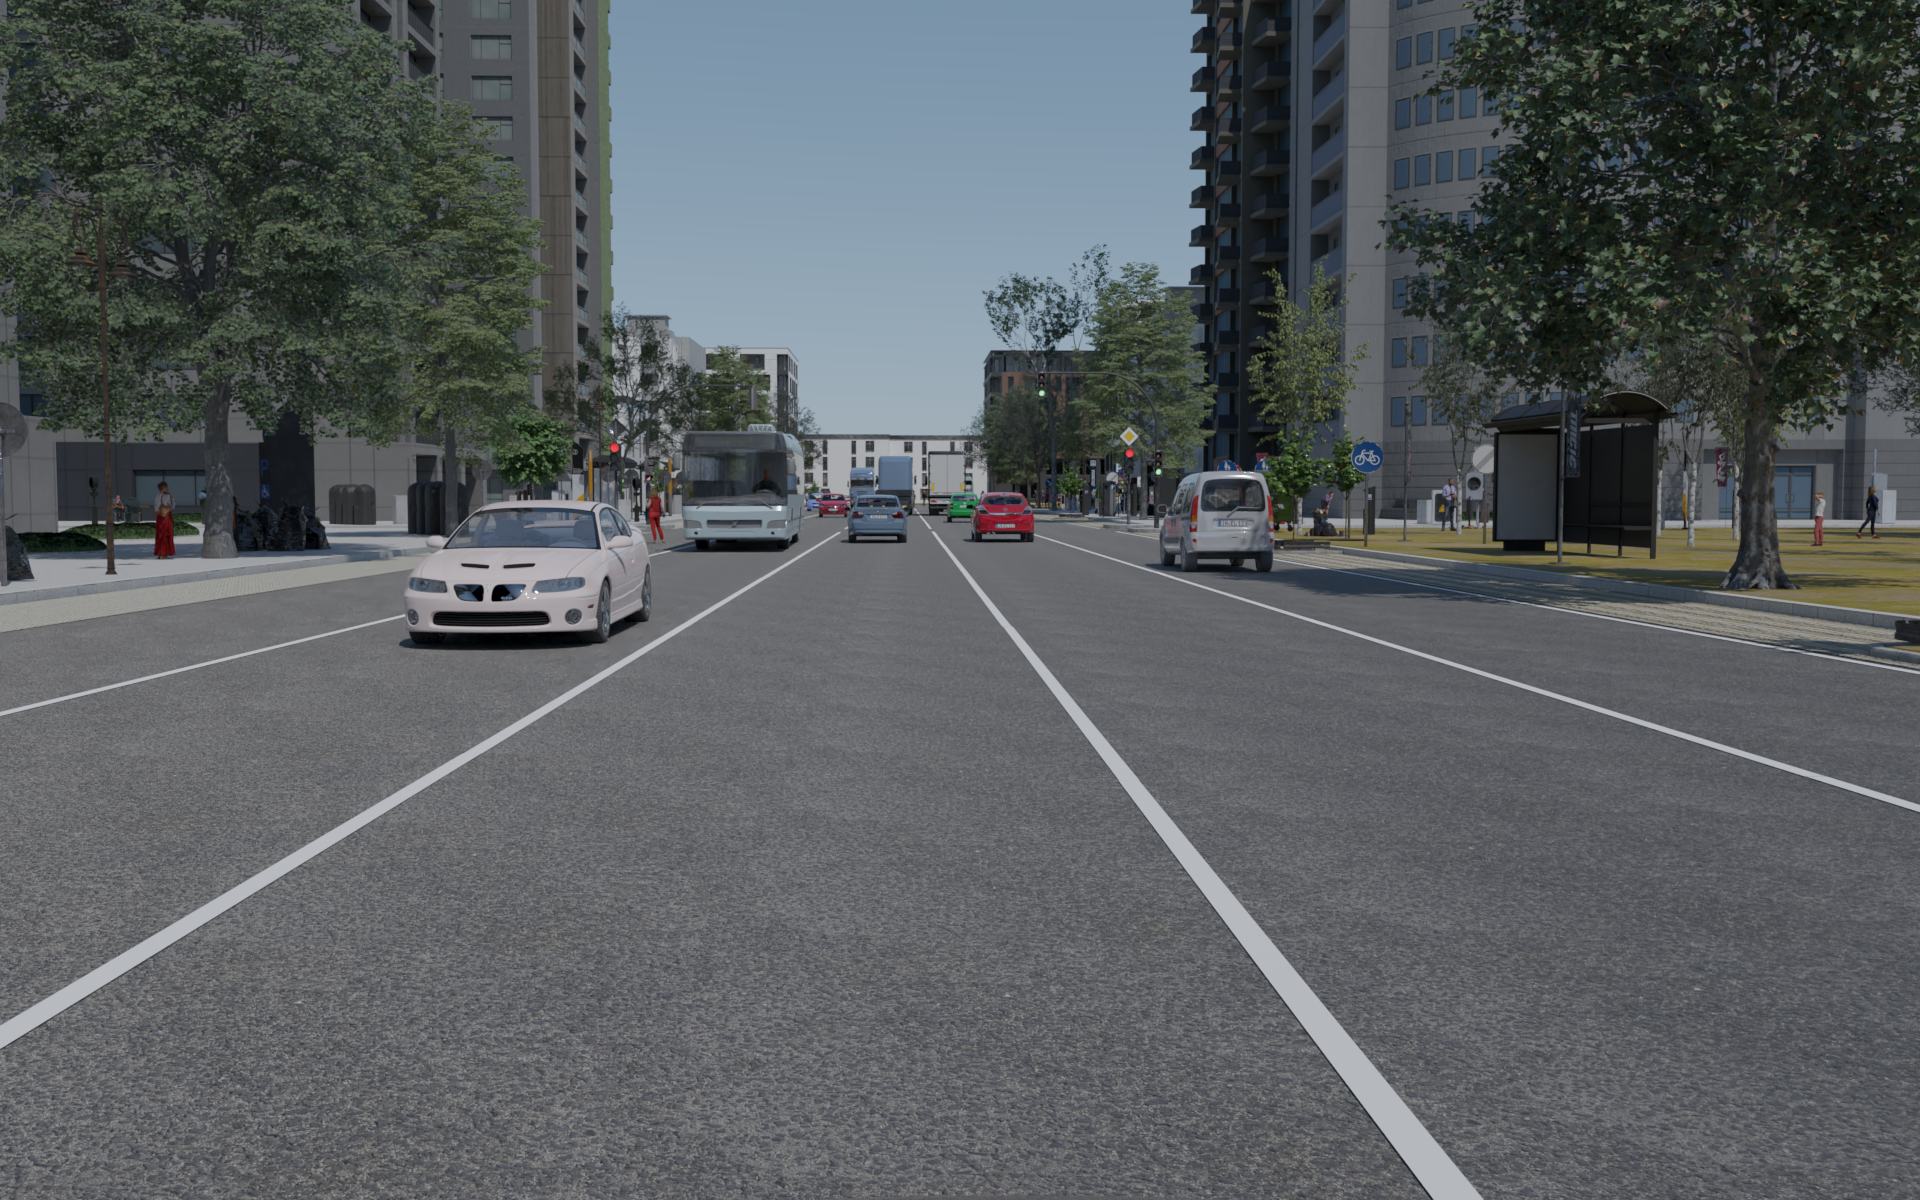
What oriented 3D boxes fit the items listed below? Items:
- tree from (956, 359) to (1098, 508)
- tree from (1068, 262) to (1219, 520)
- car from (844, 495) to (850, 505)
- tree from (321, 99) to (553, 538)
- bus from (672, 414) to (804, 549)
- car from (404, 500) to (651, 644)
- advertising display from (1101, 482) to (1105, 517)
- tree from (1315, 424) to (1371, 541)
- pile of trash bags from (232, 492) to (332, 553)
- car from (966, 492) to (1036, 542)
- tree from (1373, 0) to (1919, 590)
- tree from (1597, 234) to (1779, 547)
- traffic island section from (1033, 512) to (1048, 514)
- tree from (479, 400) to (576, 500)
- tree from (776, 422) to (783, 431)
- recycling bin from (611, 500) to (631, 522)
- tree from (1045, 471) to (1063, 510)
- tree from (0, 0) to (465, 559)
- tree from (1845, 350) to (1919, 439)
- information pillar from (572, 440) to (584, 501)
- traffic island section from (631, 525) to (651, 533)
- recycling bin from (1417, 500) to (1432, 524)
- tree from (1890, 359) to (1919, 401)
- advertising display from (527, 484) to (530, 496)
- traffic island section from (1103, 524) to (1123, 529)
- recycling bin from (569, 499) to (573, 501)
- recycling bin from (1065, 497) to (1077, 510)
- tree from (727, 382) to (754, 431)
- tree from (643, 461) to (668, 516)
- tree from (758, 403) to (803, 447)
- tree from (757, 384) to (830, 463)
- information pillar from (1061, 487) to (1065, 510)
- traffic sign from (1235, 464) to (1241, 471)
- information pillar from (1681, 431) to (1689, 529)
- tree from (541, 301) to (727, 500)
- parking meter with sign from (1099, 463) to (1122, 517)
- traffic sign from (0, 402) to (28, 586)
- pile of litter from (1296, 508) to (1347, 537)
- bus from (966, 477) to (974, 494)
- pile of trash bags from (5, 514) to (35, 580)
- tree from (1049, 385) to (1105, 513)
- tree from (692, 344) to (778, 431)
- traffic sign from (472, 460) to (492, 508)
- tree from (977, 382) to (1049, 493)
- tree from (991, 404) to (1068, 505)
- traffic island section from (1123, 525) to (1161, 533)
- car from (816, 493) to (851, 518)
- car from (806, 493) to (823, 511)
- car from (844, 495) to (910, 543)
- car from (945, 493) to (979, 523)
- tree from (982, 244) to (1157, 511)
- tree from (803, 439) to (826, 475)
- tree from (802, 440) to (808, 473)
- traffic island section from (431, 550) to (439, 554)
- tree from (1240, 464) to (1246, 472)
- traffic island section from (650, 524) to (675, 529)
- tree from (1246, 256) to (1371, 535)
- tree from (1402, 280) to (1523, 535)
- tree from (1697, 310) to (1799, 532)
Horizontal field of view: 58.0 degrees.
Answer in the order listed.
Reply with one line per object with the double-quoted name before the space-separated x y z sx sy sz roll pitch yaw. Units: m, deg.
"tree" 7.139 -15.030 156.113 12.009 13.543 11.850 0 3 0
"tree" 8.735 -10.233 85.444 7.486 12.596 7.792 0 3 0
"car" -13.821 -11.945 207.655 2.083 1.381 4.827 0 4 -3
"tree" -15.207 -8.086 50.334 7.486 12.596 7.792 0 3 0
"bus" -5.821 -3.244 47.906 2.948 3.499 13.247 0 4 -3
"car" -4.377 -0.351 18.100 2.083 1.381 4.827 0 4 -2
"advertising display" 7.896 -5.528 95.599 0.123 1.923 0.974 0 4 2
"tree" 10.506 -3.246 47.666 1.663 3.219 1.824 0 3 0
"pile of trash bags" -15.698 -1.781 38.872 1.912 1.369 3.447 0 4 8
"car" 1.272 -2.686 52.965 2.155 1.783 4.494 0 4 -2
"tree" 10.802 -6.499 23.270 9.611 12.733 9.660 0 3 0
"tree" 17.992 -5.623 42.293 4.360 8.622 3.978 0 3 0
"traffic island section" 5.343 -6.307 125.984 1.991 0.108 1.994 0 4 -2
"tree" -15.096 -4.696 60.494 4.285 4.588 4.351 0 3 0
"tree" -18.256 -13.118 164.845 4.360 8.622 3.978 0 3 0
"recycling bin" -15.663 -4.126 80.019 0.722 1.027 0.722 -2 4 -30
"tree" 7.759 -9.003 141.793 1.663 3.219 1.824 0 3 0
"tree" -14.891 -7.797 34.140 9.857 13.997 8.962 0 3 0
"tree" 34.750 -7.621 59.015 8.767 10.594 7.601 1 4 21
"information pillar" -16.219 -5.025 73.509 0.504 3.616 0.183 0 4 3
"traffic island section" -12.716 -2.555 64.057 2.009 0.180 2.903 0 4 -2
"recycling bin" 20.238 -3.808 74.809 0.722 1.027 0.722 -1 4 -21
"tree" 24.755 -5.658 42.865 4.360 8.622 3.978 0 3 0
"advertising display" -19.069 -4.382 76.860 0.123 1.923 0.974 0 4 -6
"traffic island section" 7.093 -3.083 72.687 2.009 0.180 2.903 0 4 -2
"recycling bin" -18.095 -4.178 80.856 0.722 1.027 0.722 0 4 1
"recycling bin" 8.812 -7.623 137.188 0.722 1.027 0.722 -1 4 -19
"tree" -18.072 -11.205 117.608 7.601 10.594 8.767 0 4 -8
"tree" -17.664 -6.506 100.969 1.663 3.219 1.824 0 3 0
"tree" -18.580 -12.852 144.541 7.601 10.594 8.767 1 4 17
"tree" -19.537 -17.143 190.658 12.009 13.543 11.850 0 3 0
"information pillar" 8.523 -8.503 143.514 0.304 2.012 0.304 0 4 -1
"traffic sign" 11.508 -4.470 73.183 0.768 2.556 0.104 0 4 3
"information pillar" 26.458 -4.390 63.138 0.183 3.616 0.504 2 4 31
"tree" -16.655 -9.177 84.448 8.767 10.594 7.601 0 4 4
"parking meter with sign" 8.478 -6.221 97.967 0.543 3.016 1.738 -2 4 -30
"traffic sign" -13.302 -1.462 24.016 0.768 2.556 0.104 0 4 2
"pile of litter" 11.052 -2.369 52.693 1.176 0.858 1.719 -2 4 -30
"bus" 0.064 -12.063 192.092 2.948 3.499 13.247 0 4 -1
"pile of trash bags" -15.251 -0.920 24.791 1.912 1.369 3.447 1 4 19
"tree" 7.881 -10.246 117.887 4.737 8.622 4.395 0 3 0
"tree" -17.244 -13.065 131.738 7.486 12.596 7.792 0 3 0
"traffic sign" -17.649 -3.903 63.918 0.768 2.556 0.104 0 4 6
"tree" 6.274 -17.455 192.046 9.857 13.997 8.962 0 3 0
"tree" 6.753 -14.267 167.675 8.767 10.594 7.601 1 4 10
"traffic island section" 7.354 -2.595 64.707 2.009 0.180 2.903 0 4 -2
"car" -7.824 -5.993 107.026 2.155 1.783 4.494 0 4 -4
"car" -11.873 -8.262 144.671 1.945 1.707 3.694 0 4 -2
"car" -2.494 -2.454 52.131 2.014 1.417 4.499 0 4 -3
"car" 0.226 -4.868 88.390 1.959 1.807 4.718 0 4 0
"tree" 8.308 -16.822 130.928 12.611 20.169 13.585 0 3 0
"tree" -20.156 -16.658 206.776 8.767 10.594 7.601 0 4 1
"tree" -20.807 -16.634 222.333 4.737 8.622 4.395 0 3 0
"traffic island section" -11.688 -1.194 42.396 1.991 0.108 1.994 0 4 -2
"tree" 18.439 -7.280 113.636 1.663 3.219 1.824 0 3 0
"traffic island section" -12.978 -3.043 72.038 2.009 0.180 2.903 0 4 -2
"tree" 10.735 -6.359 54.336 4.737 8.622 4.395 0 3 0
"tree" 15.802 -6.360 54.354 4.360 8.622 3.978 0 3 0
"tree" 26.982 -6.645 59.012 4.737 8.622 4.395 0 3 0
